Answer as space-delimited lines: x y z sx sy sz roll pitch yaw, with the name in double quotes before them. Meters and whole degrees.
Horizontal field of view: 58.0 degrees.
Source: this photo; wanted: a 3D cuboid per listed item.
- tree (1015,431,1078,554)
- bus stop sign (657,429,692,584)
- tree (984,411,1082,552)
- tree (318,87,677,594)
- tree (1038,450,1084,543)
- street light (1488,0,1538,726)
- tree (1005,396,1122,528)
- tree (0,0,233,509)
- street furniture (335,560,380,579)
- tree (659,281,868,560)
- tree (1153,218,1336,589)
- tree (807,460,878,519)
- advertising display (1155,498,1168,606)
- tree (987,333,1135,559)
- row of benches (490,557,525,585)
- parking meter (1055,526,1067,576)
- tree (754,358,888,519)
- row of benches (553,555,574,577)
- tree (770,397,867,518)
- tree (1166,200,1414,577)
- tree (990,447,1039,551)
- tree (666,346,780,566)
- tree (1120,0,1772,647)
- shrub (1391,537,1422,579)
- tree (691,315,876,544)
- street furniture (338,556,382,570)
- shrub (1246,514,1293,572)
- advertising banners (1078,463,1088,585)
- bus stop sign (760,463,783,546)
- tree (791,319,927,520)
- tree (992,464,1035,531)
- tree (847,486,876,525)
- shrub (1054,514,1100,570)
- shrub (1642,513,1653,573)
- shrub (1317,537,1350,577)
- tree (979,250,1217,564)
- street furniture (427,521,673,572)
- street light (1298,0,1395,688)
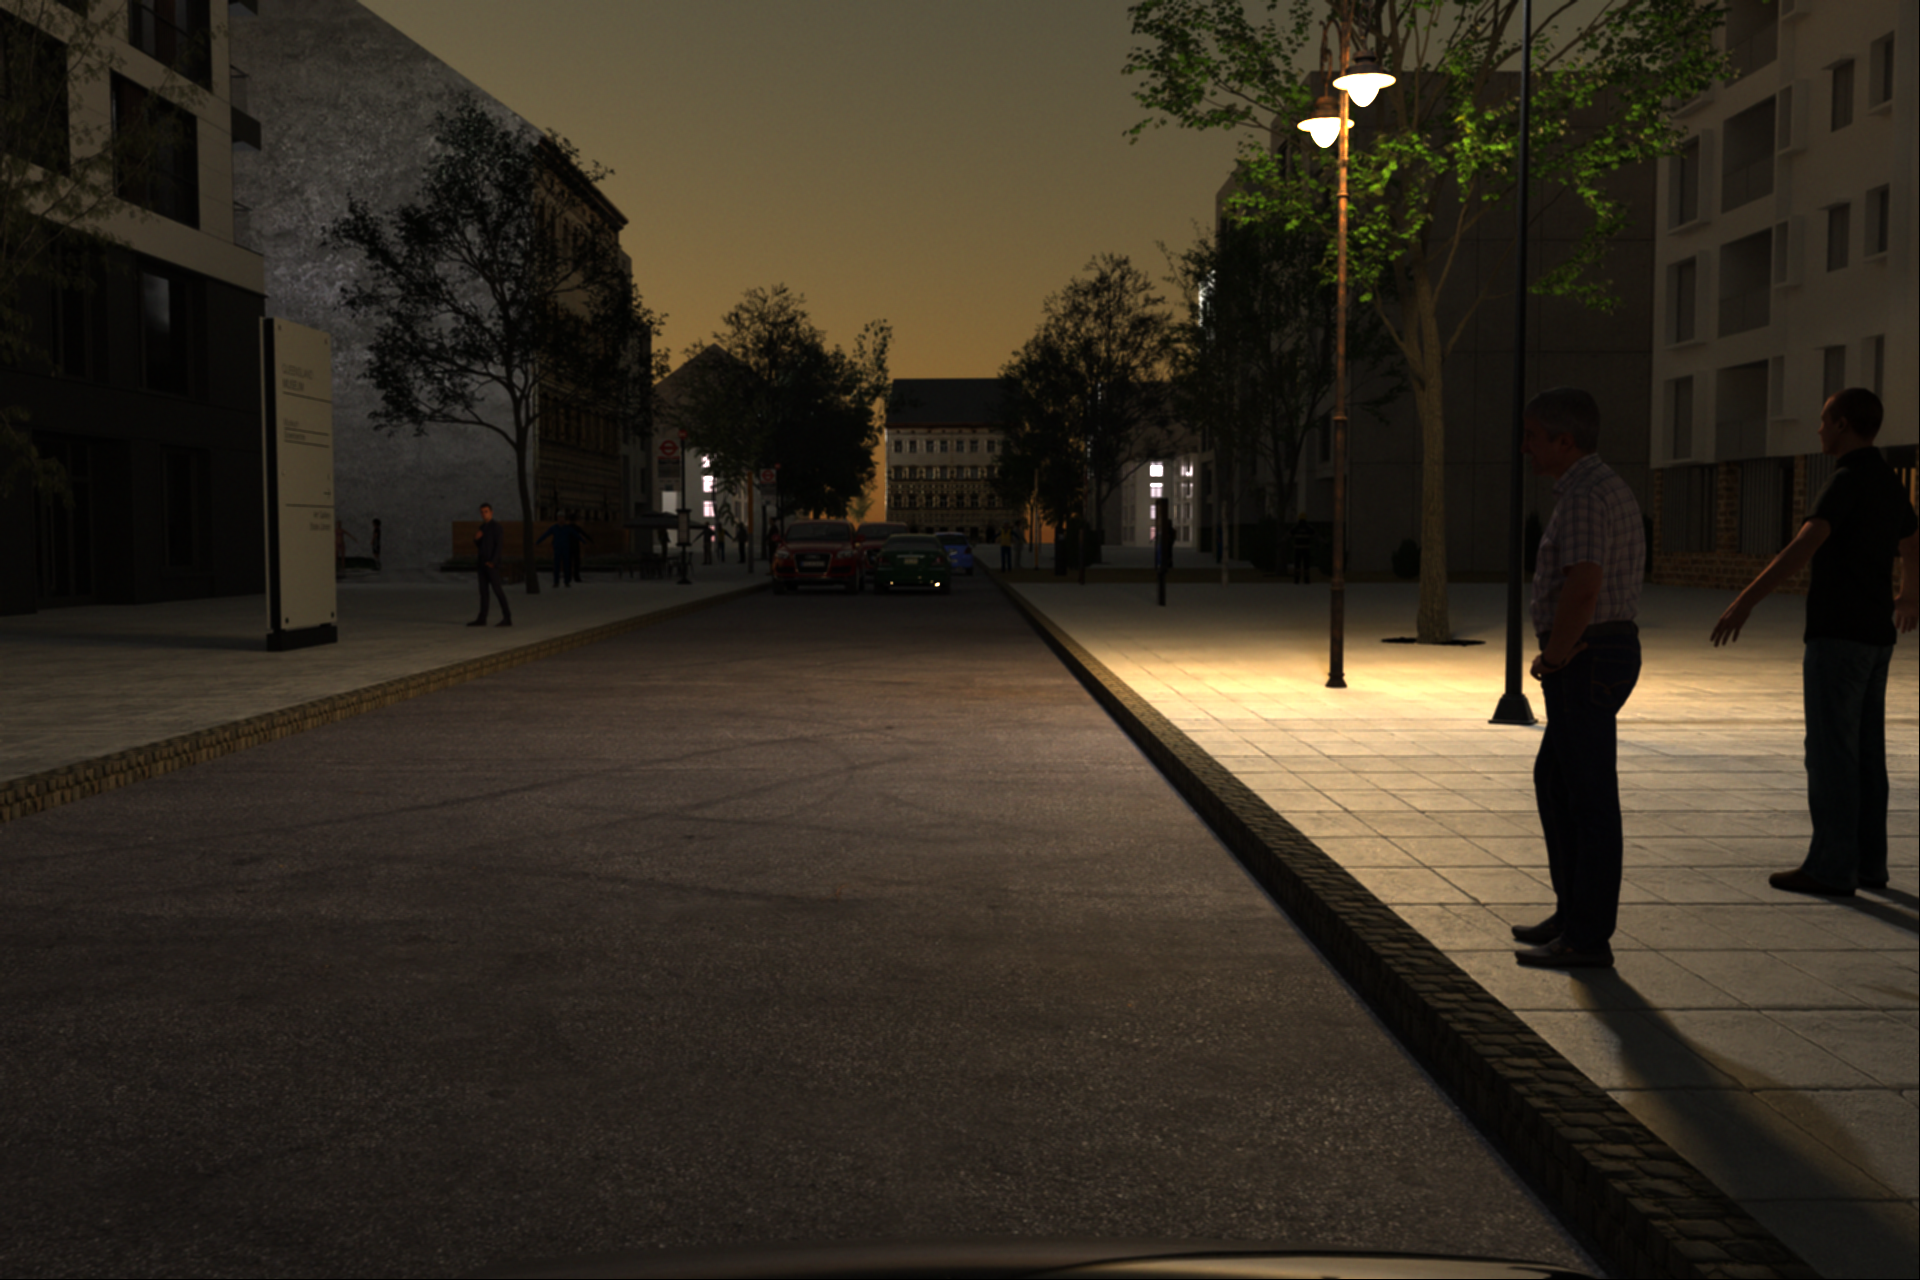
"tree" 5.260 -9.738 109.576 4.737 8.622 4.395 0 3 0
"bus stop sign" -7.285 -3.397 44.250 0.855 3.939 0.416 0 4 -1
"tree" 5.309 -11.482 122.135 7.601 10.594 8.767 -2 4 -26
"tree" -9.531 -6.273 36.980 7.601 10.594 8.767 0 4 0
"tree" 15.012 -20.389 240.010 9.857 13.997 8.962 0 3 0
"street light" 4.303 -2.389 11.598 1.470 5.913 1.316 0 4 -1
"tree" 6.025 -10.017 98.186 7.601 10.594 8.767 -2 4 -34
"tree" -9.543 -3.977 15.380 4.360 8.622 3.978 0 3 0
"street furniture" -21.307 -2.545 48.470 11.010 1.723 9.812 0 4 -3
"tree" -9.516 -10.640 84.341 12.009 13.543 11.850 0 3 0
"tree" 6.182 -5.518 40.581 4.360 8.622 3.978 0 3 0
"tree" -10.242 -12.428 137.611 8.767 10.594 7.601 1 4 16
"advertising display" 3.627 -1.589 31.187 0.123 1.923 0.974 0 4 0
"tree" 5.242 -9.959 88.591 9.928 11.665 9.643 0 3 0
"row of benches" -11.975 -1.850 45.704 1.422 0.672 4.104 -1 4 -9
"parking meter" 3.108 -2.752 53.403 0.372 1.533 0.369 0 3 0
"tree" -9.678 -12.854 116.819 9.857 13.997 8.962 0 3 0
"row of benches" -11.904 -2.242 52.126 1.422 0.672 4.104 -1 4 -14
"tree" -10.679 -12.433 129.042 9.928 11.665 9.643 0 3 0
"tree" 9.908 -7.745 52.386 9.928 11.665 9.643 0 3 0
"tree" 4.638 -11.150 132.664 4.737 8.622 4.395 0 3 0
"tree" -9.479 -7.253 68.945 4.737 8.622 4.395 0 3 0
"tree" 5.392 -5.765 20.013 9.928 11.665 9.643 0 3 0
"shrub" 12.808 -2.350 49.537 1.383 1.207 1.383 0 3 0
"tree" -10.212 -11.493 98.276 12.009 13.543 11.850 0 3 0
"street furniture" -26.412 -2.861 62.396 10.072 0.657 5.734 0 4 2
"shrub" 10.527 -3.332 58.901 1.690 2.028 1.600 0 3 0
"advertising banners" 3.113 -2.917 43.889 0.090 3.025 2.074 0 3 0
"bus stop sign" -7.044 -4.659 64.870 0.855 3.939 0.416 0 4 -1
"tree" -8.699 -18.065 151.253 12.611 20.169 13.585 0 3 0
"tree" 5.083 -12.333 152.010 4.360 8.622 3.978 0 3 0
"tree" -13.946 -17.868 242.497 4.737 8.622 4.395 0 3 0
"shrub" 4.172 -3.501 61.656 1.690 2.028 1.600 0 3 0
"shrub" 22.901 -3.271 57.904 1.690 2.028 1.600 0 3 0
"shrub" 11.196 -2.500 51.996 1.383 1.207 1.383 0 3 0
"tree" 6.103 -10.036 74.459 12.009 13.543 11.850 0 3 0
"street furniture" -14.006 -3.272 60.358 11.010 1.723 9.812 0 4 6
"street light" 3.156 -2.542 14.347 0.468 5.910 1.993 0 3 0
